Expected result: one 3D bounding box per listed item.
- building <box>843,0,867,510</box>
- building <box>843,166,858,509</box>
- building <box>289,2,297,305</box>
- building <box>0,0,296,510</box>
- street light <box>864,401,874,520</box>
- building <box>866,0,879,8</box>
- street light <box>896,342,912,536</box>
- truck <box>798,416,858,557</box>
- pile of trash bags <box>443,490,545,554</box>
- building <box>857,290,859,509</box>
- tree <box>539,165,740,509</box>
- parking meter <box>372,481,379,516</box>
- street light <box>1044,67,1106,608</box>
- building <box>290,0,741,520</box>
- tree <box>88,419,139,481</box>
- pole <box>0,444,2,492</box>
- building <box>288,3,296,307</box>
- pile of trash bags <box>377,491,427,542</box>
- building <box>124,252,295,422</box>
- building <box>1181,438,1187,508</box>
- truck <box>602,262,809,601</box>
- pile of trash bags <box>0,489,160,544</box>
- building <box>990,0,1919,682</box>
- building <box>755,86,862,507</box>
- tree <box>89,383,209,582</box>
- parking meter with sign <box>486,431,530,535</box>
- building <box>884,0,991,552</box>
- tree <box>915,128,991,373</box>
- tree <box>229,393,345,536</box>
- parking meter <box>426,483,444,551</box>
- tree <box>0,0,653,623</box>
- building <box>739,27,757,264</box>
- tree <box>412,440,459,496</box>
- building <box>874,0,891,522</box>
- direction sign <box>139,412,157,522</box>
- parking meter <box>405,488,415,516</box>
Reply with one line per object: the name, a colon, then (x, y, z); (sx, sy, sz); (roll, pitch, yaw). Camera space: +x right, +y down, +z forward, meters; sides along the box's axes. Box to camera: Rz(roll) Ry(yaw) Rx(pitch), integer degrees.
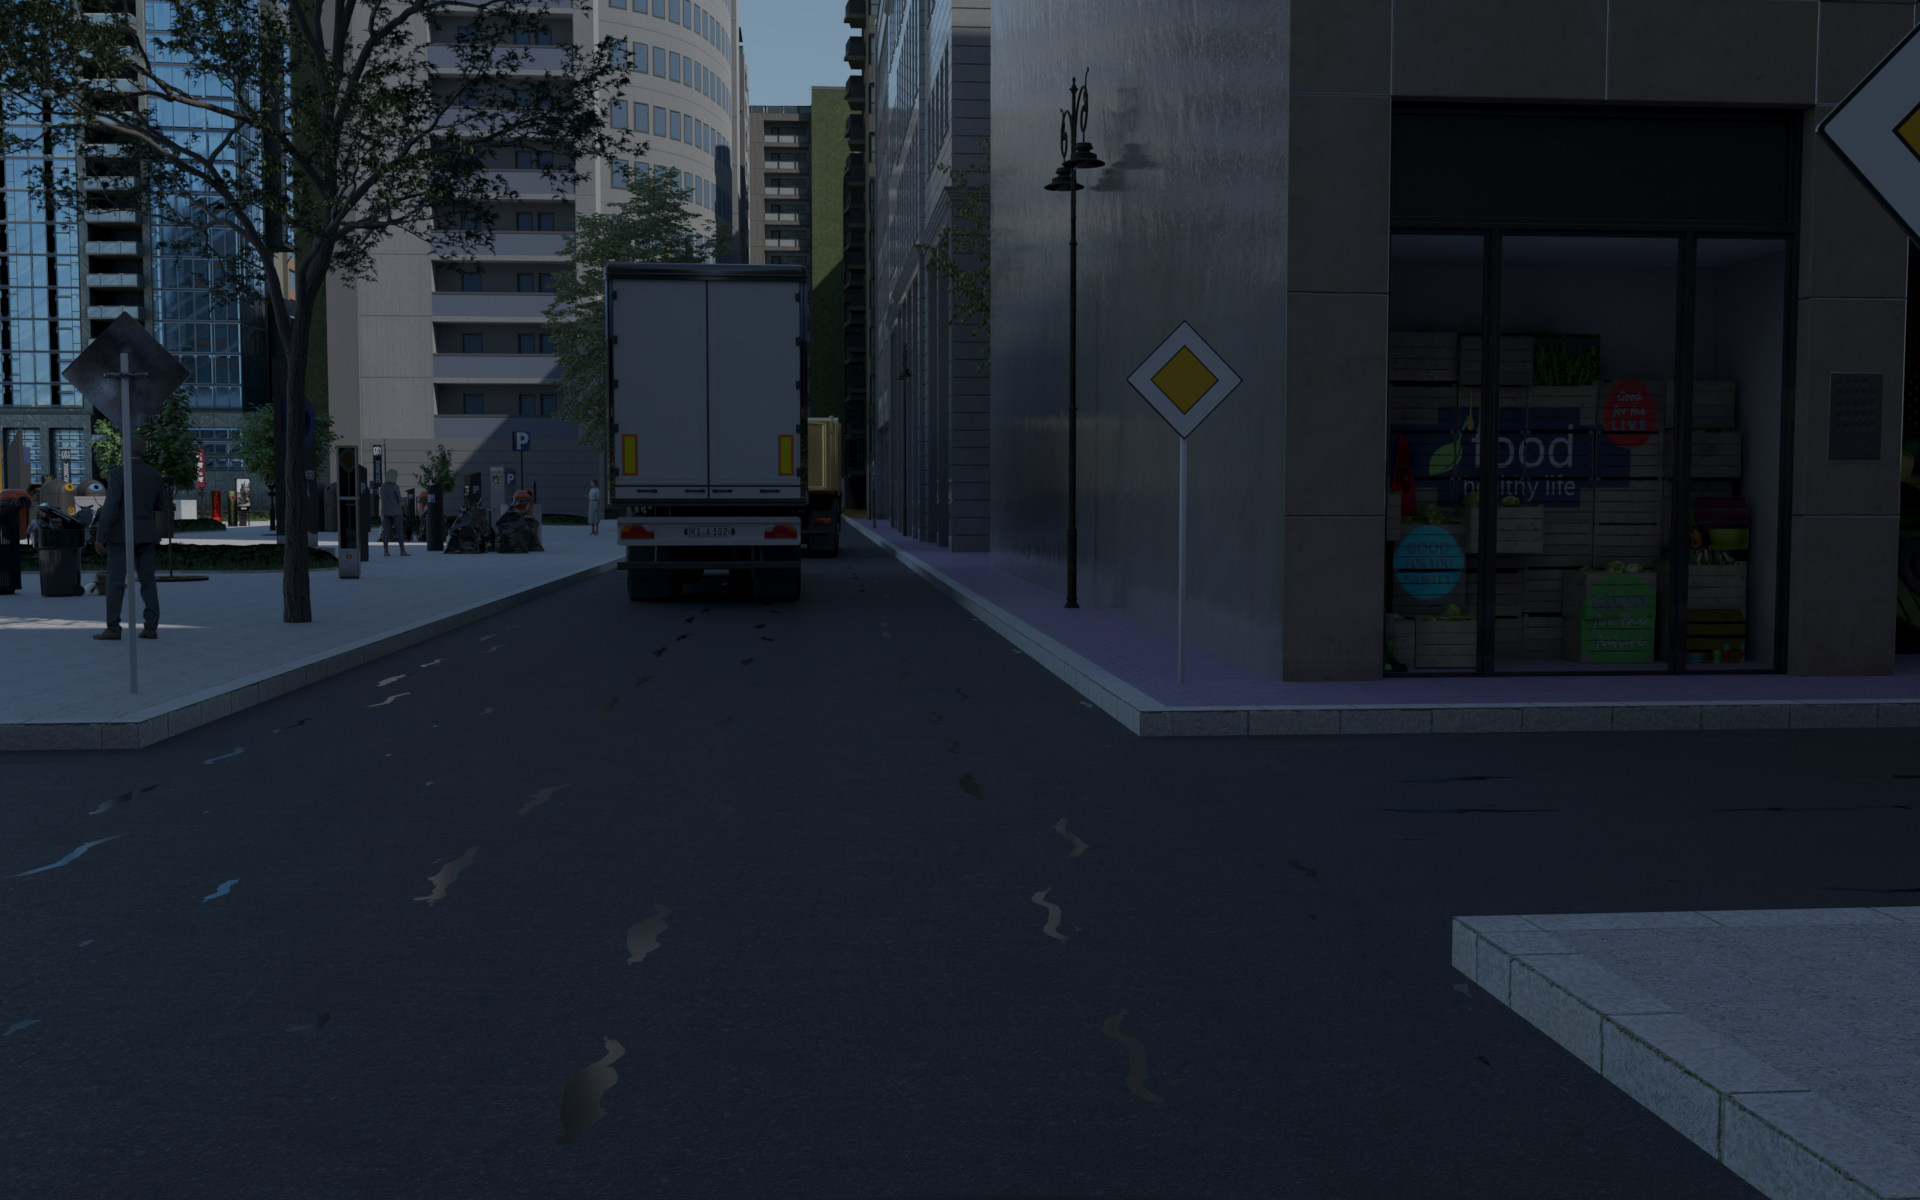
building: (2.240, -29.339, 134.319); (22.147, 44.769, 28.867); (0, 4, -5)
building: (-3.505, -23.500, 155.928); (14.160, 30.474, 14.107); (0, 4, -5)
building: (-30.856, -32.801, 125.535); (28.713, 52.752, 27.495); (0, 4, -5)
building: (-69.316, -50.872, 144.425); (31.000, 86.520, 22.319); (0, 4, -5)
street light: (-4.496, -6.930, 86.091); (0.468, 5.910, 1.993); (0, 4, -5)
building: (1.673, -19.959, 98.026); (14.160, 30.474, 14.107); (0, 4, -5)
street light: (-1.678, -4.889, 52.728); (0.468, 5.910, 1.993); (0, 4, -5)
truck: (-4.242, -2.862, 42.711); (3.469, 3.379, 9.791); (0, 4, -3)
pile of trash bags: (-10.191, -1.770, 38.691); (1.912, 1.369, 3.447); (0, 4, 3)
building: (0.803, -20.881, 113.103); (14.160, 30.474, 14.107); (0, 4, -5)
tree: (-10.819, -8.677, 59.994); (7.486, 12.596, 7.792); (0, 3, 0)
parking meter: (-25.726, -4.305, 76.098); (0.399, 1.863, 0.255); (3, 5, 39)
street light: (1.263, -2.849, 19.375); (0.468, 5.910, 1.993); (0, 4, -5)
building: (-23.640, -34.011, 98.079); (21.231, 58.520, 28.212); (0, 4, -5)
tree: (-30.008, -4.856, 63.111); (4.285, 4.588, 4.351); (0, 3, 0)
pole: (-37.301, -4.490, 67.259); (0.158, 3.312, 0.155); (0, 3, 0)
building: (-43.130, -32.070, 148.039); (21.600, 48.544, 21.300); (0, 4, -5)
pile of trash bags: (-14.954, -2.326, 47.776); (1.912, 1.369, 3.447); (-1, 4, -9)
building: (-81.324, -31.828, 175.012); (28.867, 44.769, 22.147); (0, 4, -5)
building: (18.879, -32.369, 179.336); (14.200, 45.320, 14.600); (0, 4, -5)
truck: (-3.688, -2.310, 26.676); (2.839, 4.237, 11.283); (0, 4, -6)
pile of trash bags: (-16.742, -1.399, 32.623); (1.912, 1.369, 3.447); (1, 4, 11)
building: (18.307, -13.304, 22.041); (34.151, 26.468, 19.350); (0, 4, -5)
building: (-16.789, -30.182, 177.062); (14.086, 41.232, 14.154); (0, 4, -5)
tree: (-11.694, -1.904, 25.731); (1.663, 3.219, 1.824); (0, 3, 0)
parking meter with sign: (-12.805, -3.203, 48.636); (1.738, 3.016, 0.543); (3, 5, 39)
building: (3.902, -16.809, 52.314); (11.434, 29.767, 29.804); (0, 4, -5)
tree: (1.330, -5.081, 33.438); (4.737, 8.622, 4.395); (0, 3, 0)
tree: (-20.883, -4.283, 53.738); (4.285, 4.588, 4.351); (0, 3, 0)
parking meter: (-11.835, -1.873, 39.027); (0.372, 1.533, 0.369); (0, 3, 0)
tree: (-6.688, -5.033, 16.704); (8.767, 10.594, 7.601); (0, 4, 3)
building: (-25.735, -28.782, 154.172); (14.086, 41.232, 14.154); (0, 4, -5)
tree: (-18.296, -4.085, 61.387); (1.663, 3.219, 1.824); (0, 3, 0)
building: (2.609, -15.856, 77.268); (12.078, 24.808, 19.932); (0, 4, -5)
direction sign: (-18.473, -2.914, 39.637); (0.876, 3.537, 0.379); (2, 4, 31)
parking meter: (-22.183, -3.761, 69.898); (0.372, 1.533, 0.369); (0, 3, 0)
